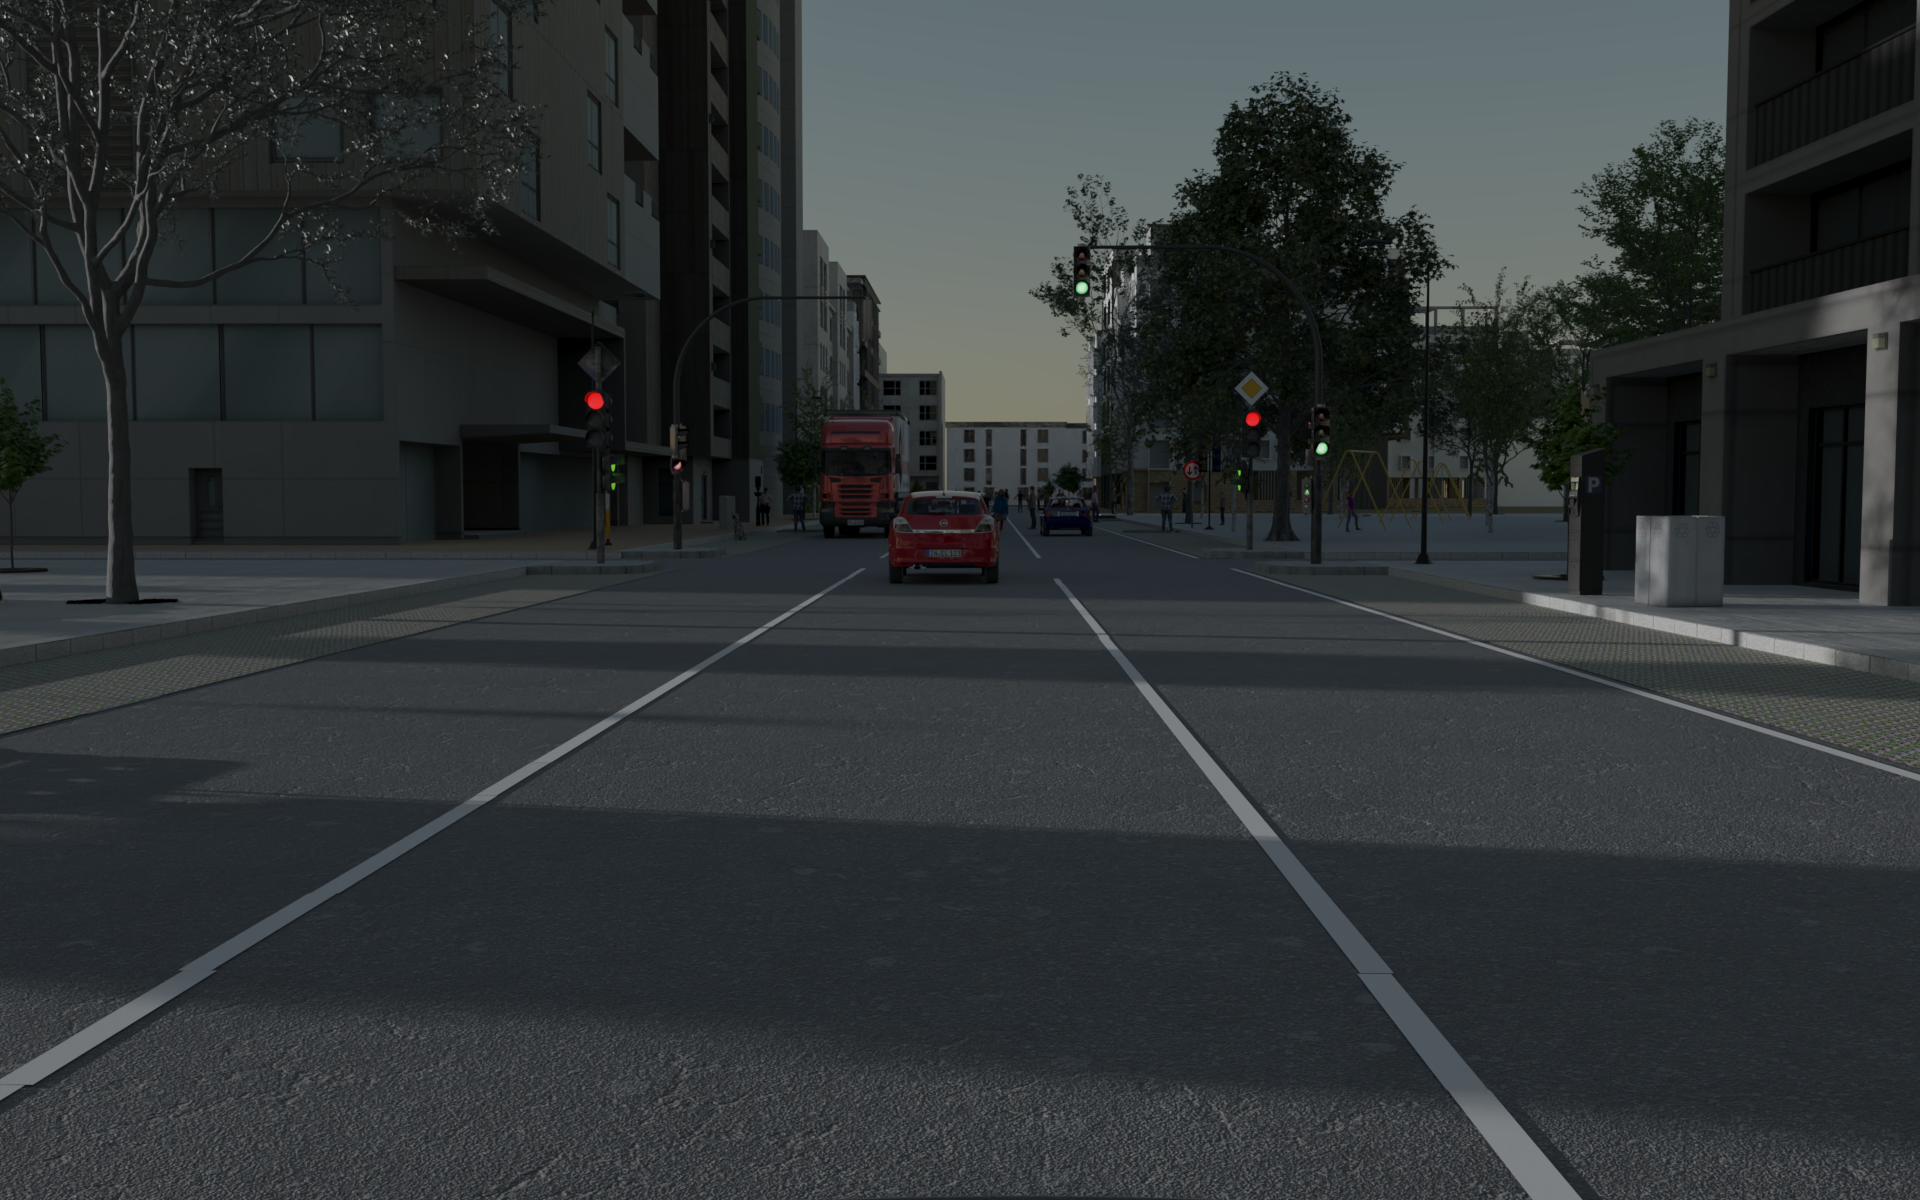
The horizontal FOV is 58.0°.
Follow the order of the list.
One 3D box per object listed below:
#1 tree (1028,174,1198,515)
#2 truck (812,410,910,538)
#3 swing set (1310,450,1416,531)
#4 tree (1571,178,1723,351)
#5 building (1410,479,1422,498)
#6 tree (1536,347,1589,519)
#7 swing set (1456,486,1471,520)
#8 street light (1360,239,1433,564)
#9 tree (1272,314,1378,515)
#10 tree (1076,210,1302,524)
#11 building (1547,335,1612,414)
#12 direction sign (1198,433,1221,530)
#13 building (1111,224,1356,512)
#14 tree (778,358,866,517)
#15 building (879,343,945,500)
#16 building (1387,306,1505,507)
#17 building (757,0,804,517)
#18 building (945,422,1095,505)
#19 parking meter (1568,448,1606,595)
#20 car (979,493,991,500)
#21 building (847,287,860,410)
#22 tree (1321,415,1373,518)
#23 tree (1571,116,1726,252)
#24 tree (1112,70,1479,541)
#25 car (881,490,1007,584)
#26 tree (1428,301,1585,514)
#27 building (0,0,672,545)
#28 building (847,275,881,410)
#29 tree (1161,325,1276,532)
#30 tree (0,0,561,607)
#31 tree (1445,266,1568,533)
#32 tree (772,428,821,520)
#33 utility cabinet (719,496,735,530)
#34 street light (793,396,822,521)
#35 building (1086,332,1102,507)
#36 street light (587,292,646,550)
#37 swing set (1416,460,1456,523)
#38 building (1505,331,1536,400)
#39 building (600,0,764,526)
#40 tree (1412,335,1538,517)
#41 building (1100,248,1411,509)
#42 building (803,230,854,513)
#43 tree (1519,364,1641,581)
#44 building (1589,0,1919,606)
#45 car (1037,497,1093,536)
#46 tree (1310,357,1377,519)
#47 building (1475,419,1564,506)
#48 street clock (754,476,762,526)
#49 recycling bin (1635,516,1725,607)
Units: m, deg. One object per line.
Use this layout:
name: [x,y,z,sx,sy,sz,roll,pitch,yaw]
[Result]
tree: [8.862,-15.219,104.726,12.611,20.169,13.585,0,3,0]
truck: [-3.221,-4.340,59.880,2.839,4.237,11.283,0,4,1]
swing set: [14.498,-3.978,62.663,2.862,2.851,3.119,2,4,32]
tree: [26.044,-8.811,62.182,7.486,12.596,7.792,0,3,0]
building: [40.925,-16.081,205.071,28.070,9.664,9.099,0,4,1]
tree: [30.972,-8.411,87.875,4.360,8.622,3.978,0,3,0]
swing set: [24.196,-5.465,86.972,2.862,2.851,3.119,1,4,18]
street light: [7.986,-3.617,31.686,1.470,5.913,1.316,0,4,1]
tree: [23.255,-11.672,108.962,7.486,12.596,7.792,0,3,0]
tree: [10.002,-10.019,74.186,12.009,13.543,11.850,0,3,0]
building: [72.075,-21.467,207.409,11.380,20.091,16.016,0,4,1]
direction sign: [8.981,-4.301,62.310,0.876,3.537,0.379,2,4,33]
building: [19.742,-16.548,126.986,16.016,20.091,11.380,0,4,1]
tree: [-7.760,-8.837,94.841,4.737,8.622,4.395,0,3,0]
building: [-17.721,-20.965,209.231,31.486,18.905,16.747,0,4,1]
building: [48.316,-19.839,180.779,11.380,20.091,16.016,0,4,1]
building: [-20.781,-33.923,96.632,21.231,58.520,28.212,0,4,1]
building: [12.389,-16.089,205.201,28.070,9.664,9.099,0,4,1]
parking meter: [7.957,-0.997,22.016,0.399,1.863,0.255,-1,4,-13]
car: [1.400,-7.570,133.358,1.945,1.707,3.694,0,4,0]
building: [-16.894,-18.227,154.439,16.016,20.091,11.380,0,4,1]
tree: [20.982,-8.769,93.741,4.360,8.622,3.978,0,3,0]
tree: [20.146,-7.463,47.771,9.928,11.665,9.643,0,3,0]
tree: [8.959,-7.966,47.248,9.611,12.733,9.660,0,3,0]
car: [-0.270,-1.235,29.227,2.155,1.783,4.494,0,4,0]
tree: [34.100,-12.183,109.553,12.009,13.543,11.850,0,3,0]
building: [-24.952,-28.440,54.226,28.713,52.752,27.495,0,4,1]
building: [-24.899,-20.293,175.773,32.646,21.610,27.936,0,4,1]
tree: [9.085,-6.628,58.733,4.360,8.622,3.978,0,3,0]
tree: [-9.771,-6.692,19.790,12.009,13.543,11.850,0,3,0]
tree: [17.763,-6.531,57.144,4.737,8.622,4.395,0,3,0]
tree: [-7.871,-6.309,86.862,4.285,4.588,4.351,0,3,0]
utility cabinet: [-8.388,-3.138,62.472,0.306,1.237,1.020,1,4,11]
street light: [-7.254,-6.724,82.476,1.470,5.913,1.316,0,4,1]
building: [21.512,-19.994,183.329,16.016,20.091,11.380,0,4,1]
street light: [-7.892,-4.120,39.900,1.470,5.913,1.316,0,4,1]
swing set: [20.776,-4.969,78.870,2.862,2.851,3.119,1,4,23]
building: [60.703,-21.501,207.955,11.380,20.091,16.016,0,4,1]
building: [-16.572,-18.583,75.540,14.160,30.474,14.107,0,4,1]
tree: [29.353,-10.030,98.407,7.601,10.594,8.767,-1,4,-16]
building: [26.884,-19.371,160.692,27.936,21.610,32.646,0,4,1]
building: [-17.649,-16.243,132.029,16.747,18.905,31.486,0,4,1]
tree: [9.127,-1.914,25.902,1.663,3.219,1.824,0,3,0]
building: [20.839,-35.415,17.292,20.563,71.187,20.611,0,4,1]
car: [3.667,-2.908,60.126,1.945,1.354,3.894,0,4,1]
tree: [19.347,-8.374,87.271,4.737,8.622,4.395,0,3,0]
building: [68.302,-14.784,183.866,28.070,9.664,9.099,0,4,1]
street clock: [-8.080,-3.961,69.333,0.358,2.002,0.471,0,4,-4]
recycling bin: [8.284,-0.452,19.946,0.722,1.027,0.722,0,4,-7]
